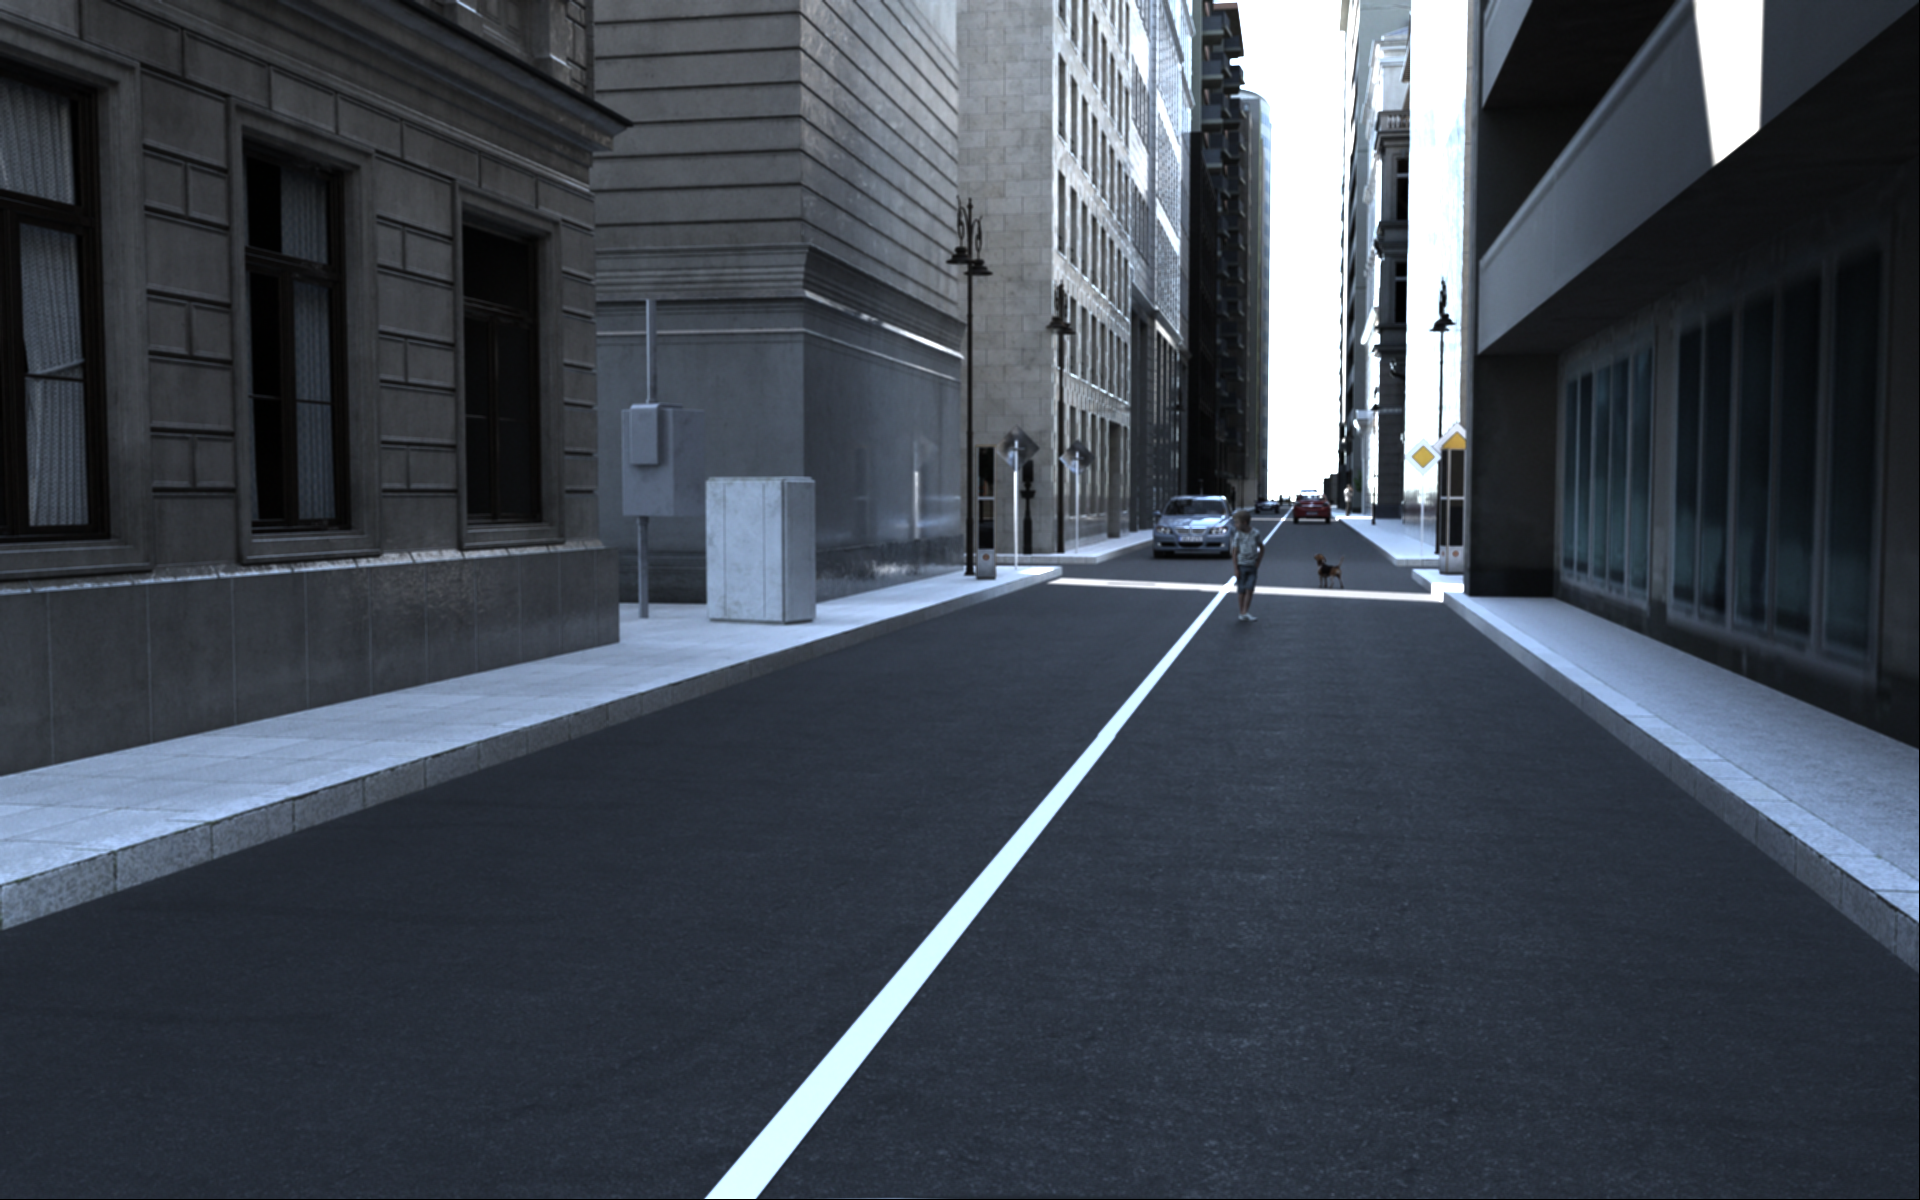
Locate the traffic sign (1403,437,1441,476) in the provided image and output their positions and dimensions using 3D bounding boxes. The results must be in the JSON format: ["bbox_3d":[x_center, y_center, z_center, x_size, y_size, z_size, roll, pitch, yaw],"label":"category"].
[{"bbox_3d":[9.543,-2.047,35.655,0.795,2.593,0.064,1,4,11],"label":"traffic sign"}]

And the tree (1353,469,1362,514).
[{"bbox_3d":[26.734,-7.313,114.171,1.663,3.219,1.824,0,3,0],"label":"tree"}]

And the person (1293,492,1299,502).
[{"bbox_3d":[42.576,-12.818,218.800,1.217,1.736,0.721,2,4,33],"label":"person"}]

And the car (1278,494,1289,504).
[{"bbox_3d":[44.874,-14.028,239.577,2.015,1.641,3.980,1,4,11],"label":"car"}]

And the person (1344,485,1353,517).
[{"bbox_3d":[21.654,-5.521,96.493,0.473,1.802,0.592,0,4,7],"label":"person"}]

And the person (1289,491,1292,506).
[{"bbox_3d":[39.086,-12.005,204.795,0.705,1.822,1.348,1,4,19],"label":"person"}]

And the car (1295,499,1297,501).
[{"bbox_3d":[30.977,-8.729,155.299,1.945,1.354,3.894,1,4,12],"label":"car"}]

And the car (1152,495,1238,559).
[{"bbox_3d":[5.500,-1.720,40.132,2.014,1.417,4.499,1,4,12],"label":"car"}]

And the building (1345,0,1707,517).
[{"bbox_3d":[38.699,-30.510,122.542,21.300,48.544,21.600,1,4,11],"label":"building"}]

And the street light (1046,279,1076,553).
[{"bbox_3d":[2.188,-3.956,37.476,0.468,5.910,1.993,1,4,11],"label":"street light"}]

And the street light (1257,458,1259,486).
[{"bbox_3d":[33.428,-13.578,194.795,0.468,5.910,1.993,1,4,11],"label":"street light"}]

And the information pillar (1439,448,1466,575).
[{"bbox_3d":[7.838,-1.411,27.564,0.304,2.012,0.304,-1,4,-9],"label":"information pillar"}]

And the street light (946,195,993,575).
[{"bbox_3d":[0.156,-3.327,27.186,0.468,5.910,1.993,1,4,11],"label":"street light"}]

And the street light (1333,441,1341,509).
[{"bbox_3d":[32.293,-10.709,147.877,0.468,5.910,1.993,1,4,11],"label":"street light"}]

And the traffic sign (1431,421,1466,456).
[{"bbox_3d":[7.988,-1.568,27.822,0.795,2.593,0.064,1,4,11],"label":"traffic sign"}]

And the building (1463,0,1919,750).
[{"bbox_3d":[14.943,-23.546,8.675,21.300,48.544,21.600,1,4,11],"label":"building"}]

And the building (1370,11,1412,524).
[{"bbox_3d":[24.350,-15.401,70.889,14.460,24.649,34.723,1,4,11],"label":"building"}]

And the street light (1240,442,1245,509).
[{"bbox_3d":[24.286,-10.764,148.781,0.468,5.910,1.993,1,4,11],"label":"street light"}]

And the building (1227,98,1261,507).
[{"bbox_3d":[22.980,-30.069,175.223,14.154,41.232,14.086,1,4,11],"label":"building"}]

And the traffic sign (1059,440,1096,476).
[{"bbox_3d":[2.490,-2.133,37.071,0.795,2.593,0.064,1,4,11],"label":"traffic sign"}]

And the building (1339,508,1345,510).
[{"bbox_3d":[42.253,-43.081,142.623,20.563,71.187,20.611,1,4,11],"label":"building"}]

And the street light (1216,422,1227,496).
[{"bbox_3d":[17.060,-8.540,112.416,0.468,5.910,1.993,1,4,11],"label":"street light"}]

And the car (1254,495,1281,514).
[{"bbox_3d":[22.899,-7.121,129.009,1.945,1.354,3.894,1,4,12],"label":"car"}]

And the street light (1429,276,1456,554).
[{"bbox_3d":[10.235,-3.920,36.875,0.468,5.910,1.993,1,4,11],"label":"street light"}]

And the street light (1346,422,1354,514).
[{"bbox_3d":[25.152,-8.497,111.714,0.468,5.910,1.993,1,4,11],"label":"street light"}]

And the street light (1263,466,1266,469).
[{"bbox_3d":[40.471,-15.768,230.586,0.468,5.910,1.993,1,4,11],"label":"street light"}]

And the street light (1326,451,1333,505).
[{"bbox_3d":[39.449,-12.919,184.005,0.468,5.910,1.993,1,4,11],"label":"street light"}]

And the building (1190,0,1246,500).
[{"bbox_3d":[14.001,-30.606,155.038,22.147,44.769,28.867,1,4,11],"label":"building"}]

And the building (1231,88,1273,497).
[{"bbox_3d":[33.876,-43.294,249.855,21.231,58.520,28.212,1,4,11],"label":"building"}]

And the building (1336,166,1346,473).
[{"bbox_3d":[61.072,-37.151,227.030,23.786,49.044,30.456,1,4,11],"label":"building"}]

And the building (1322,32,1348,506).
[{"bbox_3d":[63.748,-49.794,252.387,20.563,71.187,20.611,1,4,11],"label":"building"}]

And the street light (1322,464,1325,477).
[{"bbox_3d":[48.523,-15.710,229.652,0.468,5.910,1.993,1,4,11],"label":"street light"}]

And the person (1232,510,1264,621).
[{"bbox_3d":[3.266,-0.396,19.661,0.332,1.250,0.352,3,5,45],"label":"person"}]

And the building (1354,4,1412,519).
[{"bbox_3d":[29.597,-19.066,97.629,13.634,28.700,20.117,1,4,11],"label":"building"}]

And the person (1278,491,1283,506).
[{"bbox_3d":[39.299,-12.466,212.302,0.705,1.826,1.348,-1,4,-11],"label":"person"}]

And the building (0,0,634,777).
[{"bbox_3d":[-9.324,-8.672,6.420,10.561,19.102,19.286,1,4,11],"label":"building"}]

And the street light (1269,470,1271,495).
[{"bbox_3d":[47.637,-17.964,266.500,0.468,5.910,1.993,1,4,11],"label":"street light"}]

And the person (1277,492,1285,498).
[{"bbox_3d":[41.198,-13.011,222.049,1.217,1.723,0.721,3,5,44],"label":"person"}]

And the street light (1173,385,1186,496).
[{"bbox_3d":[9.280,-6.141,73.189,0.468,5.910,1.993,1,4,11],"label":"street light"}]

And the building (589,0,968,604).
[{"bbox_3d":[-9.593,-10.794,25.634,18.267,20.994,9.793,1,4,11],"label":"building"}]

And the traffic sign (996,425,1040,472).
[{"bbox_3d":[0.935,-1.654,29.238,0.795,2.593,0.064,1,4,11],"label":"traffic sign"}]

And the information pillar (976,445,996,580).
[{"bbox_3d":[0.389,-1.318,26.048,0.304,2.012,0.304,0,4,-1],"label":"information pillar"}]

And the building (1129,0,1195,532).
[{"bbox_3d":[2.800,-17.840,69.178,11.434,29.767,29.804,1,4,11],"label":"building"}]

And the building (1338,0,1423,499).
[{"bbox_3d":[51.077,-35.331,166.895,28.713,52.752,27.495,1,4,11],"label":"building"}]

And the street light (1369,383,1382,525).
[{"bbox_3d":[17.371,-6.103,72.579,0.468,5.910,1.993,1,4,11],"label":"street light"}]

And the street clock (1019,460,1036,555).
[{"bbox_3d":[1.431,-1.961,36.626,0.358,2.002,0.471,0,4,2],"label":"street clock"}]

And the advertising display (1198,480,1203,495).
[{"bbox_3d":[10.950,-4.510,78.946,0.123,1.923,0.974,1,4,14],"label":"advertising display"}]

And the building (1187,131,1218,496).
[{"bbox_3d":[7.038,-16.044,91.996,12.332,23.373,15.834,1,4,11],"label":"building"}]

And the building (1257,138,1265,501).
[{"bbox_3d":[30.368,-34.508,214.315,14.600,45.320,14.200,1,4,11],"label":"building"}]

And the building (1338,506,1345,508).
[{"bbox_3d":[53.860,-46.669,201.284,20.563,71.187,20.611,1,4,11],"label":"building"}]

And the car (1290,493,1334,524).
[{"bbox_3d":[17.415,-4.687,85.668,2.155,1.783,4.494,1,4,11],"label":"car"}]

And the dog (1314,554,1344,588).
[{"bbox_3d":[5.656,-0.444,26.554,0.540,0.507,0.406,2,4,24],"label":"dog"}]

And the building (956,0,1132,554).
[{"bbox_3d":[-1.505,-11.671,45.574,10.420,20.320,16.860,1,4,11],"label":"building"}]

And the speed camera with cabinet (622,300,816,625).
[{"bbox_3d":[-2.455,-1.422,17.578,2.038,3.252,0.660,2,4,29],"label":"speed camera with cabinet"}]

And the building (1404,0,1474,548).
[{"bbox_3d":[28.735,-14.452,40.812,34.151,26.468,19.350,1,4,11],"label":"building"}]

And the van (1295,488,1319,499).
[{"bbox_3d":[25.418,-7.283,126.086,2.013,2.044,4.112,1,4,13],"label":"van"}]

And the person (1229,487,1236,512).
[{"bbox_3d":[19.585,-7.232,124.313,0.705,1.821,1.348,1,4,21],"label":"person"}]
